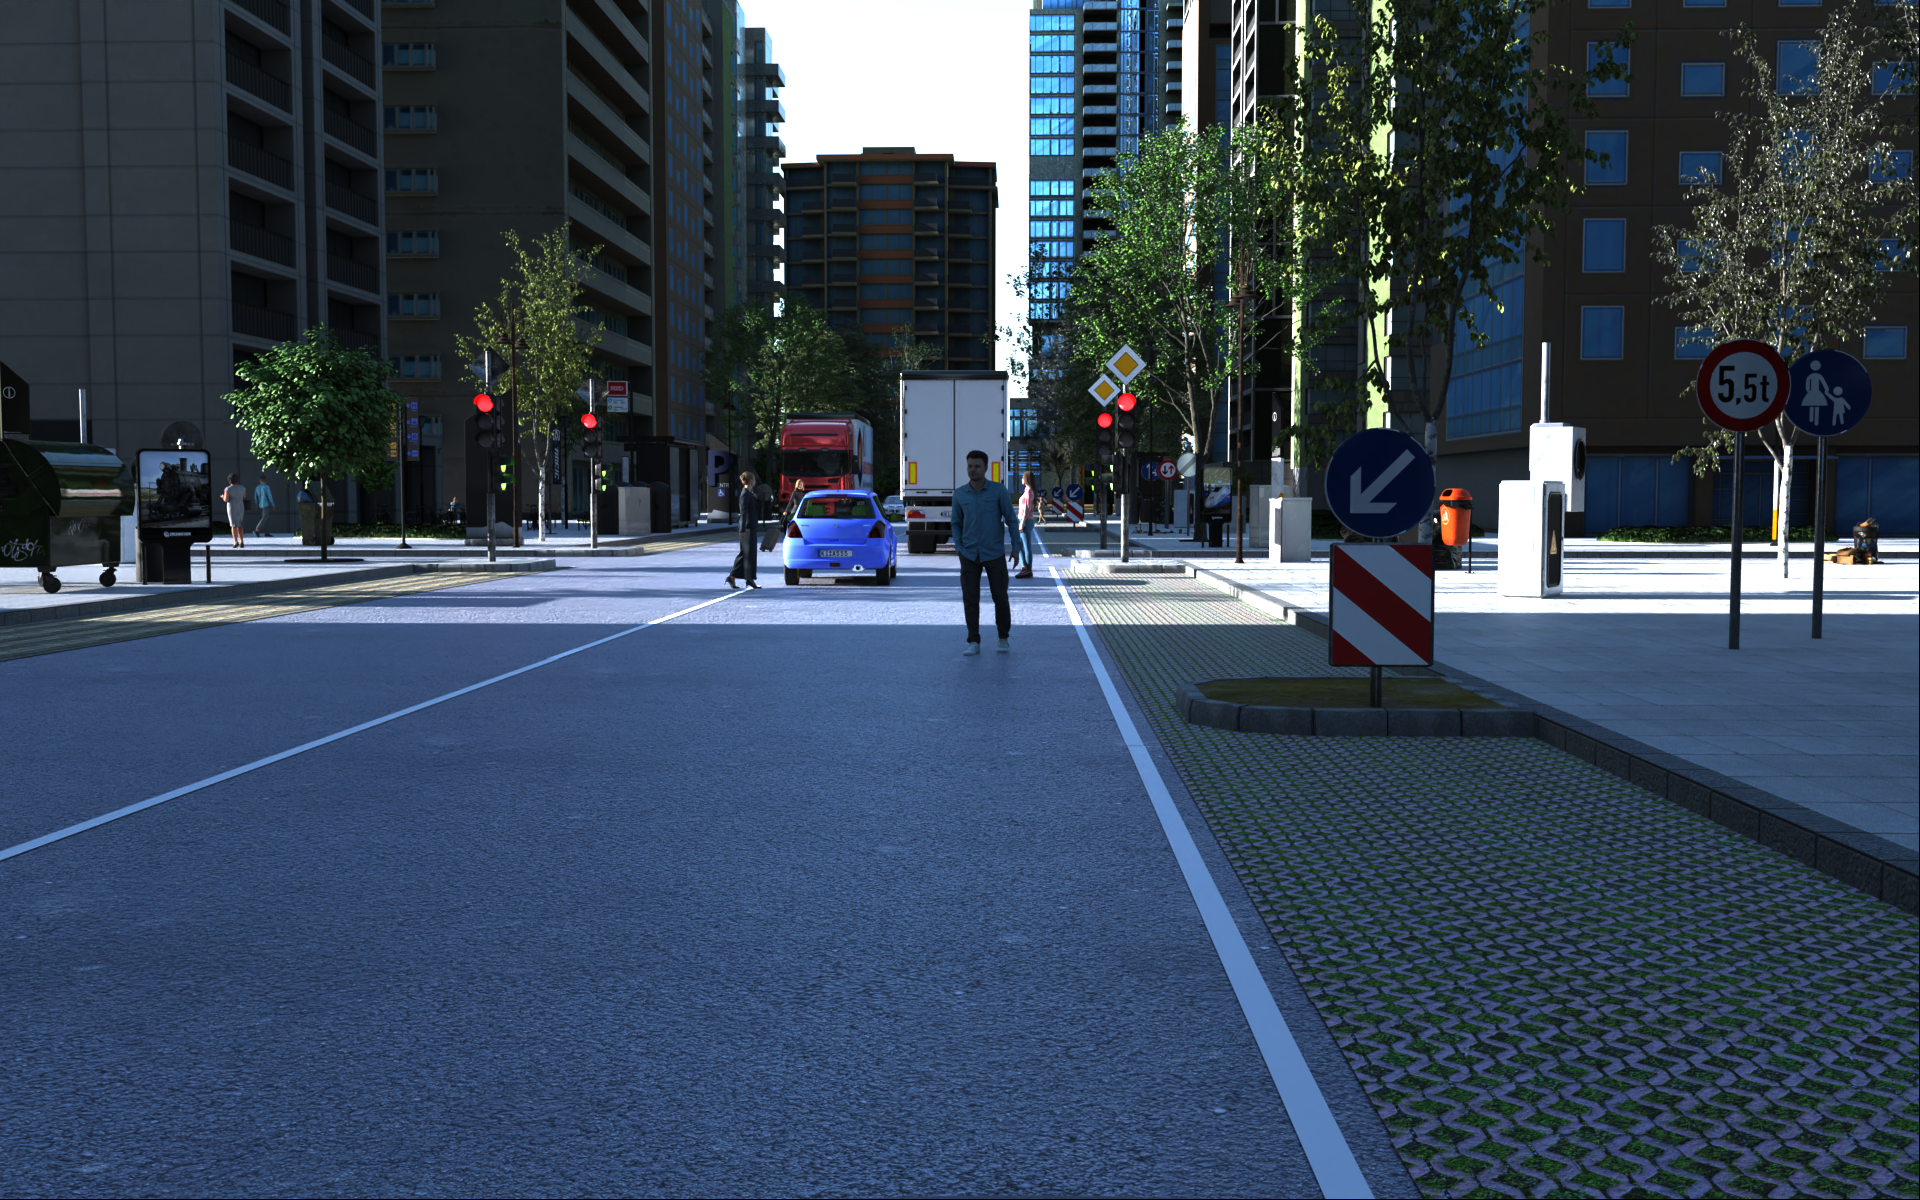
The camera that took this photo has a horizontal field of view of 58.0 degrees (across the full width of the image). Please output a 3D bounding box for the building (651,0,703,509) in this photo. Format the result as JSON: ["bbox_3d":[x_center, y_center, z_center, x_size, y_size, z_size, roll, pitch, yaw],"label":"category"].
[{"bbox_3d":[-26.345,-28.928,123.090,14.600,45.320,14.200,0,4,2],"label":"building"}]

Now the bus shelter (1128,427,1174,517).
[{"bbox_3d":[9.854,-6.871,89.969,2.179,5.291,8.768,0,4,2],"label":"bus shelter"}]

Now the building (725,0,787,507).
[{"bbox_3d":[-32.805,-33.647,169.734,30.456,49.044,23.786,0,4,2],"label":"building"}]

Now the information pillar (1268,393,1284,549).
[{"bbox_3d":[7.297,-2.965,39.831,0.183,3.616,0.504,-1,4,-15],"label":"information pillar"}]

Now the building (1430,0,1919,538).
[{"bbox_3d":[24.218,-24.819,55.909,14.200,45.320,14.600,0,4,2],"label":"building"}]

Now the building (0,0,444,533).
[{"bbox_3d":[-31.589,-38.327,64.892,20.563,71.187,20.611,0,4,2],"label":"building"}]

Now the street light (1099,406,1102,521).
[{"bbox_3d":[6.838,-6.788,83.767,0.468,5.910,1.993,0,4,2],"label":"street light"}]

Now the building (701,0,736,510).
[{"bbox_3d":[-26.092,-27.815,138.362,14.154,41.232,14.086,0,4,2],"label":"building"}]

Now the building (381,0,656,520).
[{"bbox_3d":[-29.570,-28.800,94.584,21.300,48.544,21.600,0,4,2],"label":"building"}]

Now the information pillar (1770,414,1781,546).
[{"bbox_3d":[20.194,-3.147,42.815,0.183,3.616,0.504,2,4,29],"label":"information pillar"}]

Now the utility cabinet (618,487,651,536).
[{"bbox_3d":[-10.000,-2.727,53.270,0.318,1.500,1.173,2,4,28],"label":"utility cabinet"}]

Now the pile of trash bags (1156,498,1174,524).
[{"bbox_3d":[9.373,-3.944,74.238,1.912,1.369,3.447,0,4,1],"label":"pile of trash bags"}]

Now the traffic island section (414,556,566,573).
[{"bbox_3d":[-8.919,-0.651,32.931,2.009,0.180,2.903,0,4,2],"label":"traffic island section"}]

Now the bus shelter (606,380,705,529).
[{"bbox_3d":[-11.277,-5.270,63.795,2.179,5.291,8.768,0,4,2],"label":"bus shelter"}]

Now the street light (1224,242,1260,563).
[{"bbox_3d":[5.189,-3.621,31.987,0.468,5.910,1.993,0,4,2],"label":"street light"}]

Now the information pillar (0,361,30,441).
[{"bbox_3d":[-16.639,-2.395,30.518,0.183,3.616,0.504,3,5,41],"label":"information pillar"}]

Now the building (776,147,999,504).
[{"bbox_3d":[-9.563,-34.660,221.318,28.867,44.769,22.147,0,4,2],"label":"building"}]

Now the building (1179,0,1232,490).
[{"bbox_3d":[26.881,-30.660,151.398,14.600,45.320,14.200,0,4,2],"label":"building"}]

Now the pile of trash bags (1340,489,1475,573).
[{"bbox_3d":[7.743,-1.199,29.354,1.912,1.369,3.447,-1,4,-12],"label":"pile of trash bags"}]

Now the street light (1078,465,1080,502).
[{"bbox_3d":[7.904,-8.703,115.088,0.468,5.910,1.993,0,4,2],"label":"street light"}]

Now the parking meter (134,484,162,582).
[{"bbox_3d":[-11.844,-1.032,25.288,0.372,1.533,0.369,0,3,0],"label":"parking meter"}]

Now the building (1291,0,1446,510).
[{"bbox_3d":[27.658,-25.916,107.326,14.154,41.232,14.086,0,4,2],"label":"building"}]

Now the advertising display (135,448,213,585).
[{"bbox_3d":[-11.173,-1.189,24.652,0.974,1.923,0.123,-2,4,-35],"label":"advertising display"}]

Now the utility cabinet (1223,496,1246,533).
[{"bbox_3d":[8.907,-2.812,57.140,1.020,1.237,0.306,2,4,28],"label":"utility cabinet"}]

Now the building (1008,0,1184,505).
[{"bbox_3d":[20.344,-55.417,218.745,31.000,86.520,22.319,0,4,2],"label":"building"}]

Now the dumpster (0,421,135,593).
[{"bbox_3d":[-12.197,-1.259,23.075,1.502,2.255,1.985,0,4,2],"label":"dumpster"}]

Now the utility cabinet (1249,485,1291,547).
[{"bbox_3d":[7.452,-2.012,41.583,1.173,1.500,0.318,-3,5,-41],"label":"utility cabinet"}]

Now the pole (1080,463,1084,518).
[{"bbox_3d":[6.534,-6.032,92.470,0.158,3.312,0.155,0,3,0],"label":"pole"}]

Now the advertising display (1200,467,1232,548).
[{"bbox_3d":[6.167,-2.234,41.736,0.974,1.923,0.123,-3,4,-37],"label":"advertising display"}]

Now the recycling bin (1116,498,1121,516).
[{"bbox_3d":[9.460,-5.402,100.873,0.722,1.027,0.722,0,4,0],"label":"recycling bin"}]

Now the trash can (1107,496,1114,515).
[{"bbox_3d":[9.005,-5.736,105.438,0.748,1.137,0.748,0,3,0],"label":"trash can"}]

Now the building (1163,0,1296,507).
[{"bbox_3d":[30.598,-44.648,168.245,20.563,71.187,20.611,0,4,2],"label":"building"}]

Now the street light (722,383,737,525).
[{"bbox_3d":[-9.590,-6.078,72.165,0.468,5.910,1.993,0,4,2],"label":"street light"}]

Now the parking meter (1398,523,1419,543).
[{"bbox_3d":[5.864,-1.027,22.500,0.399,1.863,0.255,1,4,17],"label":"parking meter"}]

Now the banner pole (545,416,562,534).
[{"bbox_3d":[-13.030,-4.010,55.573,0.401,3.779,0.863,2,4,23],"label":"banner pole"}]

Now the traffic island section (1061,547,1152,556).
[{"bbox_3d":[3.377,-1.115,40.514,2.009,0.180,2.903,0,4,2],"label":"traffic island section"}]

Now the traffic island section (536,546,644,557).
[{"bbox_3d":[-8.657,-1.140,40.912,2.009,0.180,2.903,0,4,2],"label":"traffic island section"}]

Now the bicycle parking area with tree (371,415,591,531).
[{"bbox_3d":[-17.042,-4.683,63.568,8.231,4.147,9.016,1,4,9],"label":"bicycle parking area with tree"}]

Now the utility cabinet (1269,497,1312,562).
[{"bbox_3d":[6.276,-1.330,32.905,0.306,1.237,1.020,3,5,44],"label":"utility cabinet"}]

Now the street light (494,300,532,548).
[{"bbox_3d":[-10.640,-4.194,41.356,0.468,5.910,1.993,0,4,2],"label":"street light"}]

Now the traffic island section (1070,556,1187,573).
[{"bbox_3d":[3.115,-0.627,32.533,2.009,0.180,2.903,0,4,2],"label":"traffic island section"}]
